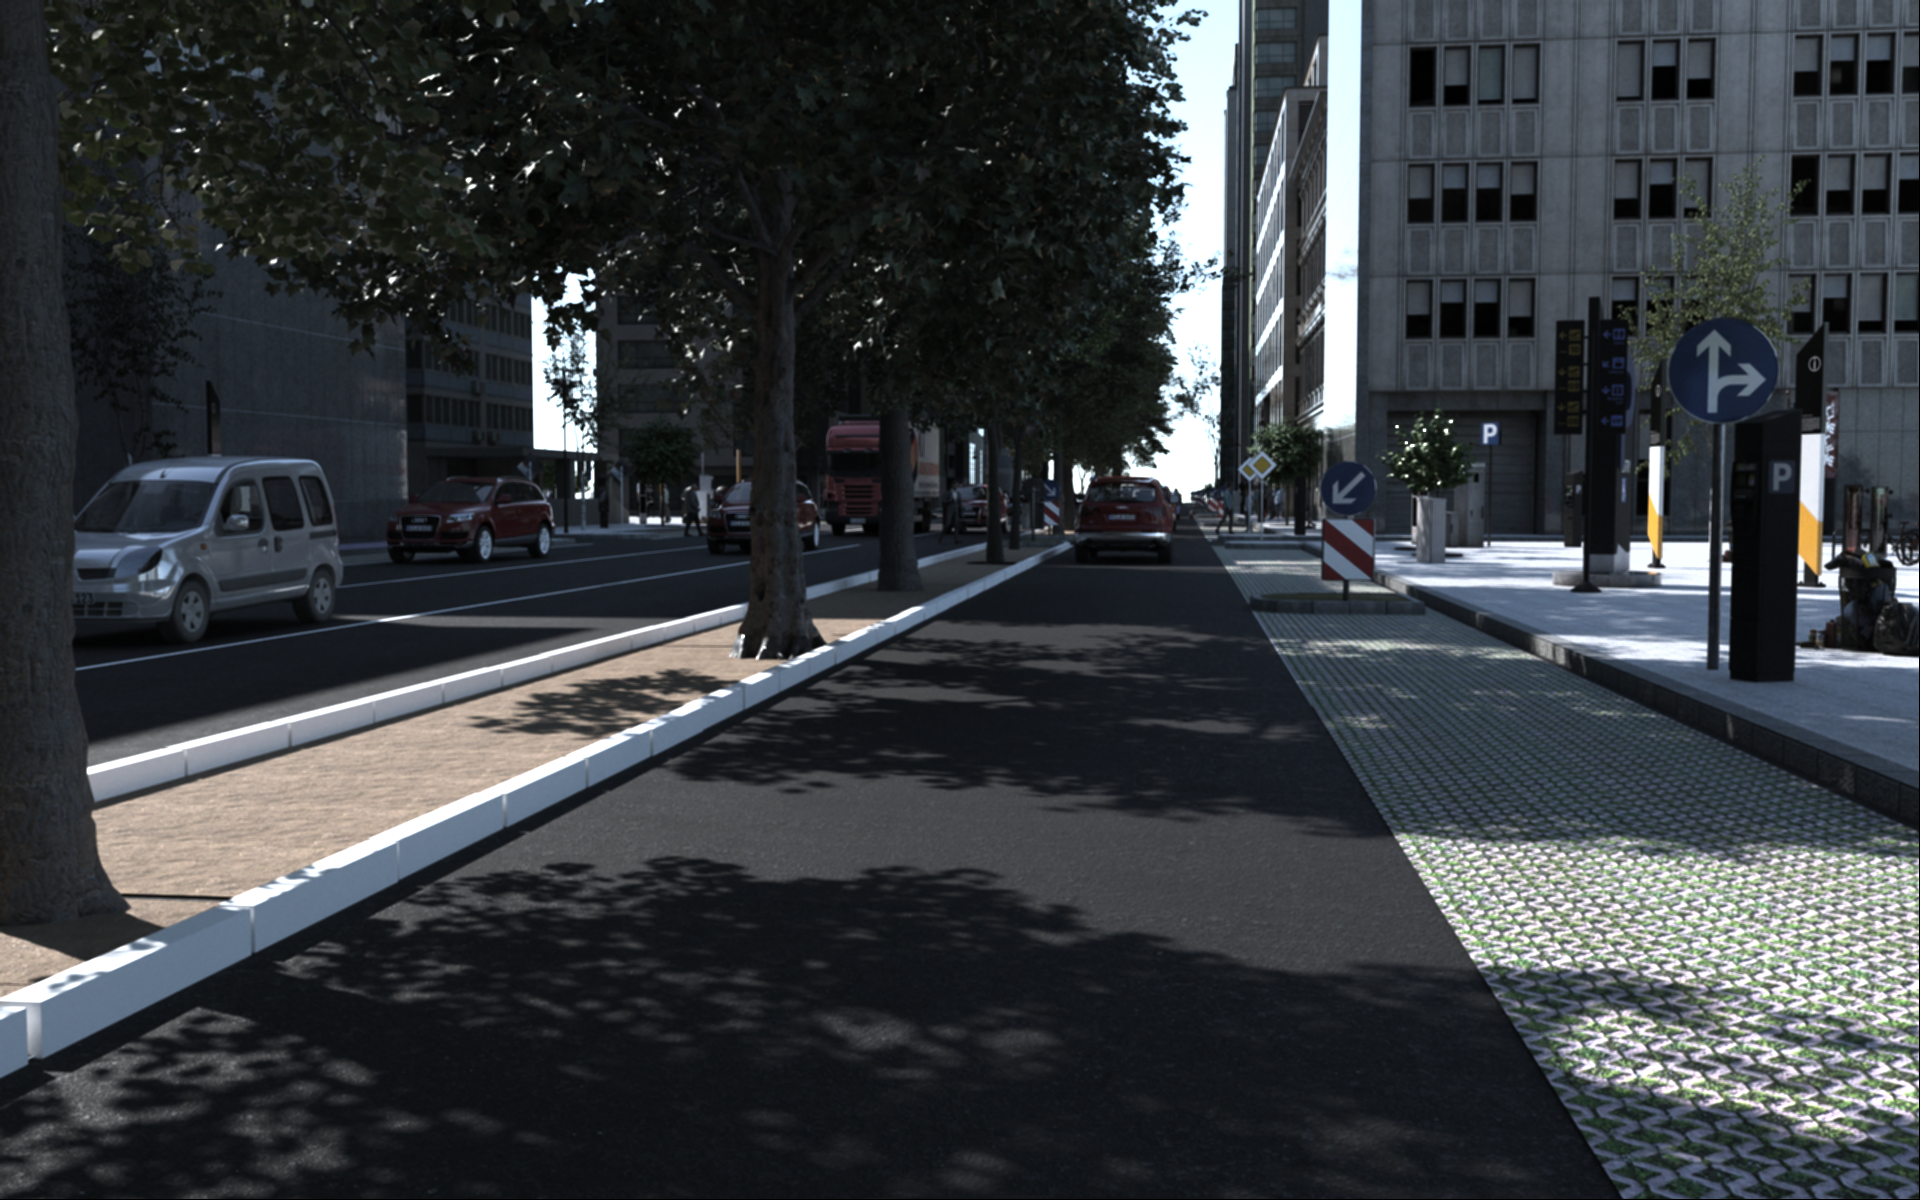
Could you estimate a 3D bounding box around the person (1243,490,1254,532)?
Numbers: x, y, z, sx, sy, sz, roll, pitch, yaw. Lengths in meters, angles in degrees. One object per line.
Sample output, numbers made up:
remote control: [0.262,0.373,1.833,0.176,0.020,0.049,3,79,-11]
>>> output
person: [10.867,-3.367,65.366,0.330,1.601,0.589,0,4,-6]

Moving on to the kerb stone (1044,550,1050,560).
kerb stone: [1.784,-0.931,37.425,0.120,0.150,1.000,0,4,7]

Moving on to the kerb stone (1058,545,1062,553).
kerb stone: [2.301,-1.181,41.507,0.120,0.150,1.000,0,4,7]

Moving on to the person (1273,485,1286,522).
person: [14.972,-4.571,81.051,0.793,1.790,0.793,1,4,10]

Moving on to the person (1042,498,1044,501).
person: [12.436,-15.566,260.171,1.348,1.869,0.705,-1,4,-21]

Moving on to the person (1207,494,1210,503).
person: [31.940,-13.159,221.634,0.568,1.767,0.683,2,4,24]

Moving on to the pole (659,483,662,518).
pole: [-16.906,-6.377,98.099,0.158,3.312,0.155,0,3,0]

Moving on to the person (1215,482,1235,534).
person: [9.398,-3.224,61.072,0.748,1.841,0.638,2,4,32]

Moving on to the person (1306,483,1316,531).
person: [11.841,-3.219,59.428,0.760,1.731,0.466,1,4,11]

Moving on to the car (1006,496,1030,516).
car: [3.762,-5.985,110.429,1.945,1.354,3.894,0,4,7]

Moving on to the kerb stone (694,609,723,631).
kerb stone: [-2.735,0.233,18.391,0.120,0.150,1.000,0,4,7]

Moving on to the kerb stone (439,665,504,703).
kerb stone: [-3.506,0.606,12.287,0.120,0.150,1.000,0,4,7]

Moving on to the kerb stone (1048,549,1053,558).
kerb stone: [1.916,-0.994,38.441,0.120,0.150,1.000,0,4,7]

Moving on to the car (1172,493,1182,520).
car: [11.676,-5.447,98.649,1.945,1.707,3.694,0,4,7]

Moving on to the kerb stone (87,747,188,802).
kerb stone: [-4.025,0.857,8.231,0.120,0.150,1.000,0,4,7]

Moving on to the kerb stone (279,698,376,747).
kerb stone: [-3.761,0.730,10.259,0.120,0.150,1.000,0,4,7]

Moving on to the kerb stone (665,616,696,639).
kerb stone: [-2.869,0.300,17.374,0.120,0.150,1.000,0,4,7]

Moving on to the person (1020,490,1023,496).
person: [5.002,-8.145,142.199,1.217,1.766,0.721,0,4,4]

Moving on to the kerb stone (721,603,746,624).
kerb stone: [-2.604,0.171,19.404,0.120,0.150,1.000,0,4,7]

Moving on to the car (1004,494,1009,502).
car: [3.193,-8.308,144.870,2.155,1.783,4.494,0,4,7]

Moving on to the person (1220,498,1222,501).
person: [28.510,-11.153,188.537,0.705,1.807,1.348,1,4,12]

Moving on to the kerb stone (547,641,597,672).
kerb stone: [-3.248,0.482,14.319,0.120,0.150,1.000,0,4,7]

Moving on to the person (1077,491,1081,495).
person: [16.505,-14.149,239.472,1.348,1.869,0.705,0,4,-4]

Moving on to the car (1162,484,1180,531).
car: [7.485,-3.636,68.115,2.281,1.827,5.304,0,4,8]

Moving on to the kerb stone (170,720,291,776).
kerb stone: [-3.897,0.792,9.246,0.120,0.150,1.000,0,4,7]

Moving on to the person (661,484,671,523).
person: [-12.867,-4.240,75.860,0.515,1.767,0.782,0,4,-3]

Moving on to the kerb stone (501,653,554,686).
kerb stone: [-3.374,0.548,13.303,0.120,0.150,1.000,0,4,7]

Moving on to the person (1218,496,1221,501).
person: [32.646,-12.960,218.470,0.750,1.759,0.617,-2,4,-28]

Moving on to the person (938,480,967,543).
person: [-0.222,-2.556,50.257,0.622,1.834,0.822,-3,5,-40]

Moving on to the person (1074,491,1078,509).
person: [10.924,-9.516,164.528,0.683,1.767,0.568,0,4,7]

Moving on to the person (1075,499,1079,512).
person: [9.728,-7.897,140.812,0.799,1.438,0.628,-1,4,-17]

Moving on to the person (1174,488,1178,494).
person: [12.649,-5.737,102.573,0.573,1.790,0.520,0,4,2]

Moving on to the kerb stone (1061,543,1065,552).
kerb stone: [2.434,-1.243,42.520,0.120,0.150,1.000,0,4,7]

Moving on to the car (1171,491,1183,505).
car: [28.212,-13.435,228.327,2.281,1.827,5.304,0,4,6]

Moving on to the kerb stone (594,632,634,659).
kerb stone: [-3.128,0.421,15.334,0.120,0.150,1.000,0,4,7]

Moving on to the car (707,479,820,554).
car: [-4.846,-2.115,43.261,2.281,1.827,5.304,0,4,6]

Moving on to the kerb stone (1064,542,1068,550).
kerb stone: [2.553,-1.305,43.536,0.120,0.150,1.000,0,4,7]

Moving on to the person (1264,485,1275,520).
person: [15.645,-4.973,87.470,0.709,1.813,0.853,-2,4,-31]

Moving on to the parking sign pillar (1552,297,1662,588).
parking sign pillar: [9.102,-2.189,24.266,1.447,3.967,1.447,2,4,30]

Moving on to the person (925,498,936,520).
person: [-1.777,-5.383,96.636,0.853,1.813,0.709,0,4,-2]

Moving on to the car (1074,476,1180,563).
car: [3.618,-1.772,37.651,2.281,1.827,5.304,0,4,8]

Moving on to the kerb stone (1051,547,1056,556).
kerb stone: [2.045,-1.054,39.468,0.120,0.150,1.000,0,4,7]

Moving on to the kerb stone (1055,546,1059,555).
kerb stone: [2.171,-1.119,40.487,0.120,0.150,1.000,0,4,7]

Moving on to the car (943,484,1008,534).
car: [0.606,-3.389,64.082,2.281,1.827,5.304,0,4,7]

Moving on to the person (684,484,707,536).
person: [-8.981,-3.056,58.863,0.834,1.777,0.661,-1,4,-19]

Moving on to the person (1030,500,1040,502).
person: [4.200,-5.434,97.536,0.709,1.800,0.728,-2,4,-27]

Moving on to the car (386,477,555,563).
car: [-10.558,-1.771,37.626,2.281,1.827,5.304,1,4,9]

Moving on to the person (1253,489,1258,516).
person: [17.442,-5.810,101.387,0.601,1.785,0.444,1,4,9]

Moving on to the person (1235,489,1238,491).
person: [22.400,-8.125,139.605,0.721,1.735,1.217,-1,4,-18]

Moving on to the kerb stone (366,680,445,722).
kerb stone: [-3.637,0.668,11.273,0.120,0.150,1.000,0,4,7]

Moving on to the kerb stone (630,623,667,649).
kerb stone: [-2.996,0.358,16.348,0.120,0.150,1.000,0,4,7]

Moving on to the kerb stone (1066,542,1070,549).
kerb stone: [2.686,-1.365,44.553,0.120,0.150,1.000,0,4,7]

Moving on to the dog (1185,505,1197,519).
dog: [13.545,-5.184,101.594,0.800,0.831,0.513,0,4,-1]

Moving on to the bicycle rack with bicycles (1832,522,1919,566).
bicycle rack with bicycles: [17.883,-1.153,32.233,2.925,0.926,2.852,-1,4,-12]
